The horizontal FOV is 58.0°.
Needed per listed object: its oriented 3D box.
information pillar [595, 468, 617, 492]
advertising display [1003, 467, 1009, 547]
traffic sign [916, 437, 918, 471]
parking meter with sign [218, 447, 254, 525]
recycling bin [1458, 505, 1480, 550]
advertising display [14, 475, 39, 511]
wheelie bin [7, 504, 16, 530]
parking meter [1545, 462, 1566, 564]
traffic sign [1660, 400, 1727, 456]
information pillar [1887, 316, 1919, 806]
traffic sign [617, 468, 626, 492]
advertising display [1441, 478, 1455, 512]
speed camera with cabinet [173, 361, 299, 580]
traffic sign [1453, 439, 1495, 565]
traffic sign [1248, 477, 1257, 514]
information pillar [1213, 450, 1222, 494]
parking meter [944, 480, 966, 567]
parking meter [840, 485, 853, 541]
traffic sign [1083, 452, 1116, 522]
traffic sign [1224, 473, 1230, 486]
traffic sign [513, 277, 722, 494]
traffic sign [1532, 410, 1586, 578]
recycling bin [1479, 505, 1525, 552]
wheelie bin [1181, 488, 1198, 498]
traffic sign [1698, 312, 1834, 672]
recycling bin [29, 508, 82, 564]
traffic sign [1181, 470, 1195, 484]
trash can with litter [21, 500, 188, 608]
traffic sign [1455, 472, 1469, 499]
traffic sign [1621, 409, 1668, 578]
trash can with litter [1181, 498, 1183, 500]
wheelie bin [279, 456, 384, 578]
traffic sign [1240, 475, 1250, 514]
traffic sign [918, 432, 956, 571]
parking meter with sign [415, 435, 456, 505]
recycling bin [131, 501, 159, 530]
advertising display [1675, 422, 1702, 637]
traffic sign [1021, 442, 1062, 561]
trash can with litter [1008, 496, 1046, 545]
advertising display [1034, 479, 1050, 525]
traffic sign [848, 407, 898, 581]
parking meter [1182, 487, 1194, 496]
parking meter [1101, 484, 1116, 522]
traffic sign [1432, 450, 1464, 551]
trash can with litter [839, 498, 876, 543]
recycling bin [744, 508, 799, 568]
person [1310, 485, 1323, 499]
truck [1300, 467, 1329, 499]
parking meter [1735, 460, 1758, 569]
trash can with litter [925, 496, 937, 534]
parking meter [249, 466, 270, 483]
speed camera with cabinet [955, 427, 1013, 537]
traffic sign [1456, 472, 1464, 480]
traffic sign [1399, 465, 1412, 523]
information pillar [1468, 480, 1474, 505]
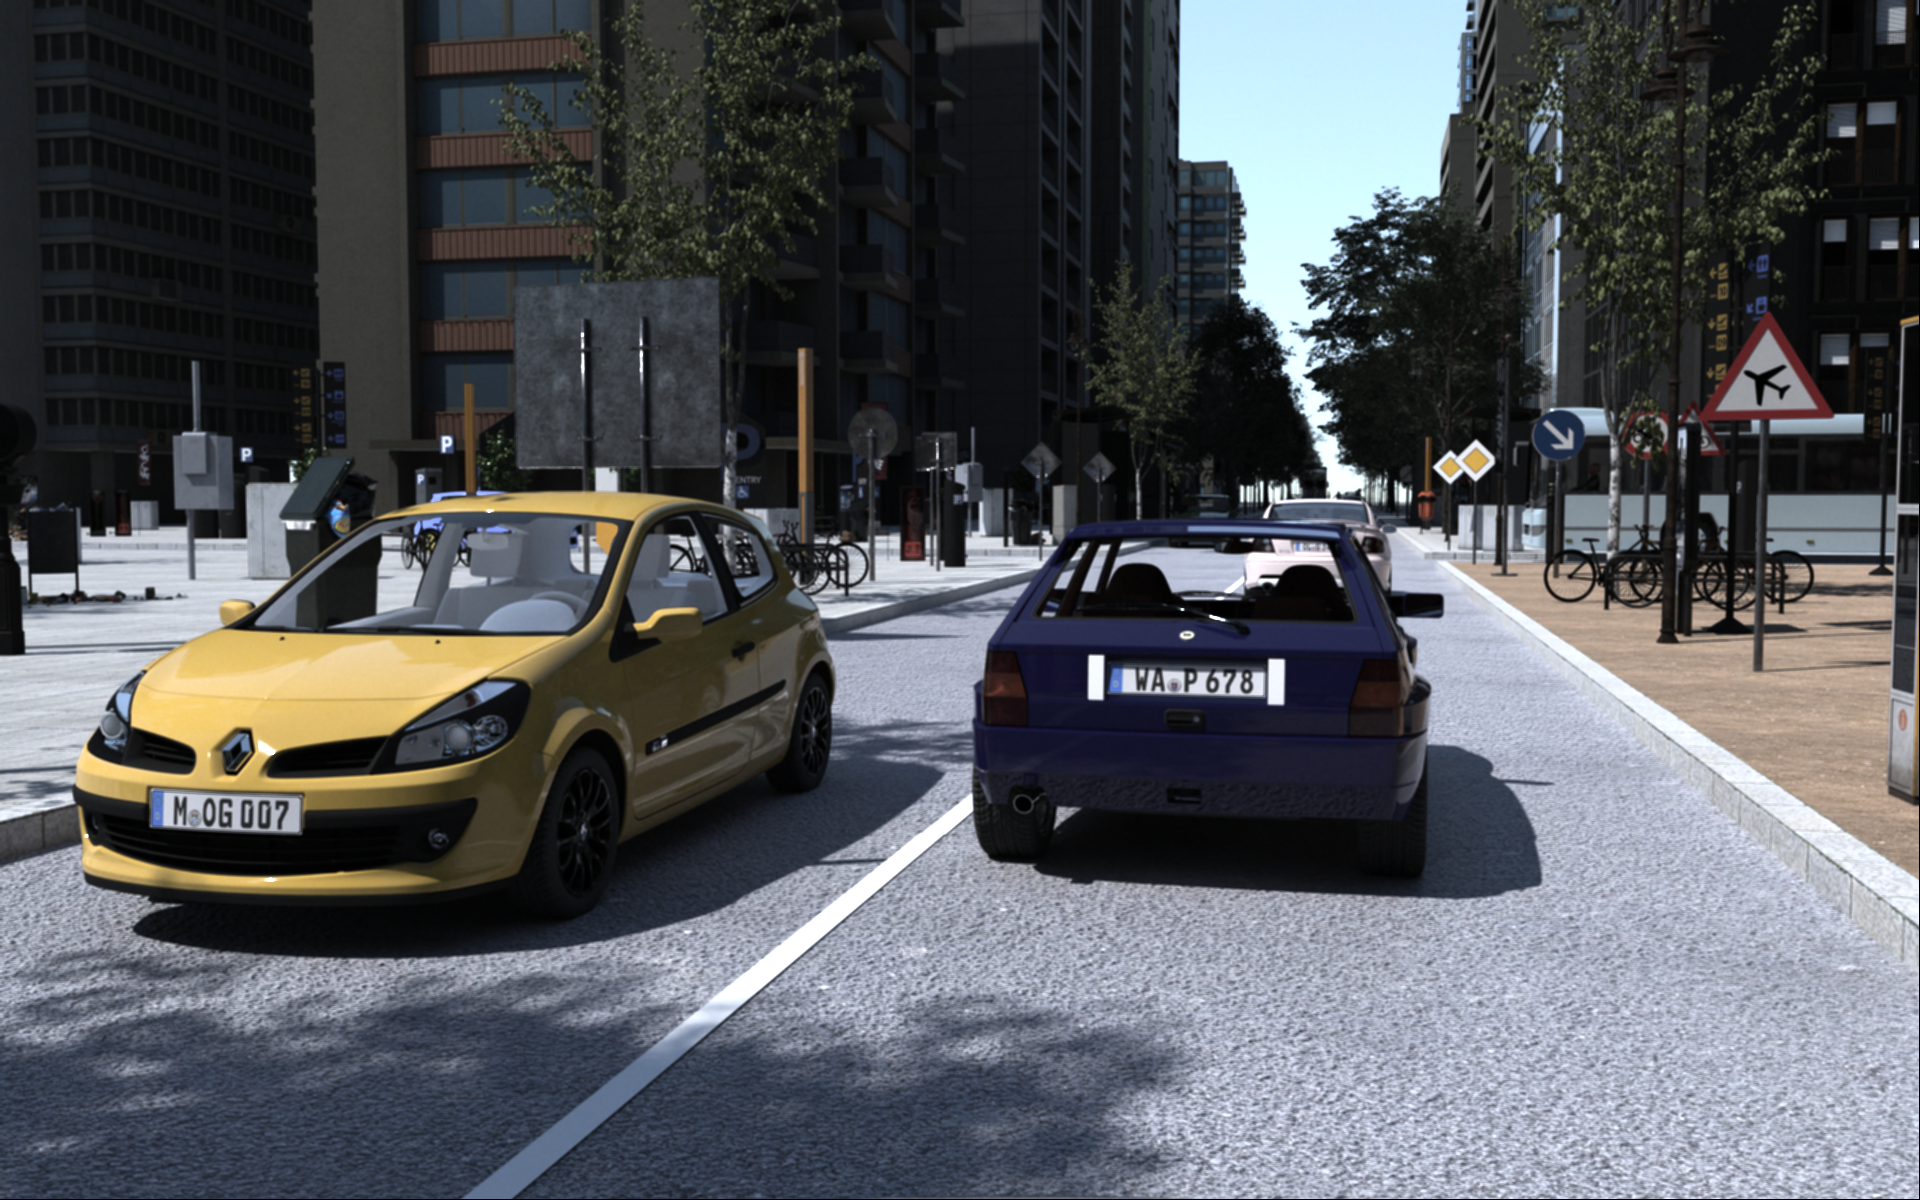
[{"bbox_3d":[-5.151,-2.088,25.491,0.504,3.616,0.183,2,4,29],"label":"information pillar"},{"bbox_3d":[1.124,-2.269,42.305,0.123,1.923,0.974,0,4,1],"label":"advertising display"},{"bbox_3d":[-0.500,-1.760,30.903,0.606,2.300,0.079,1,4,13],"label":"traffic sign"},{"bbox_3d":[-26.755,-4.132,63.823,0.543,3.016,1.738,1,4,13],"label":"parking meter with sign"},{"bbox_3d":[12.017,-1.683,40.066,0.722,1.027,0.722,-1,4,-14],"label":"recycling bin"},{"bbox_3d":[-32.066,-3.322,59.530,0.123,1.923,0.974,1,4,12],"label":"advertising display"},{"bbox_3d":[-33.341,-3.267,61.326,0.980,1.594,0.693,3,5,40],"label":"wheelie bin"},{"bbox_3d":[10.917,-1.593,31.752,0.255,1.863,0.399,2,4,31],"label":"parking meter"},{"bbox_3d":[10.134,-1.469,24.017,0.884,2.594,0.081,1,4,21],"label":"traffic sign"},{"bbox_3d":[4.090,-0.165,7.188,0.304,2.012,0.304,1,4,8],"label":"information pillar"},{"bbox_3d":[-3.347,-1.041,17.129,0.768,2.556,0.104,1,4,21],"label":"traffic sign"},{"bbox_3d":[17.723,-3.528,62.900,0.123,1.923,0.974,3,4,36],"label":"advertising display"},{"bbox_3d":[-10.677,-1.939,26.039,2.038,3.252,0.660,0,4,0],"label":"speed camera with cabinet"},{"bbox_3d":[9.351,-1.700,31.445,0.795,2.450,0.064,1,4,13],"label":"traffic sign"},{"bbox_3d":[18.636,-6.788,111.092,0.768,2.556,0.104,1,4,16],"label":"traffic sign"},{"bbox_3d":[13.688,-6.171,92.248,0.504,3.616,0.183,-2,4,-24],"label":"information pillar"},{"bbox_3d":[-0.091,-1.348,30.454,0.372,1.533,0.369,0,3,0],"label":"parking meter"},{"bbox_3d":[-3.094,-2.379,47.304,0.372,1.533,0.369,0,3,0],"label":"parking meter"},{"bbox_3d":[3.293,-2.285,40.995,0.795,2.450,0.064,1,4,13],"label":"traffic sign"},{"bbox_3d":[16.555,-6.493,106.259,0.768,2.556,0.104,1,4,16],"label":"traffic sign"},{"bbox_3d":[-3.317,-1.392,16.628,2.265,3.308,0.079,1,4,20],"label":"traffic sign"},{"bbox_3d":[9.085,-1.603,26.320,0.768,2.556,0.104,1,4,22],"label":"traffic sign"},{"bbox_3d":[12.154,-1.601,38.725,0.722,1.027,0.722,2,4,35],"label":"recycling bin"},{"bbox_3d":[11.123,-4.637,83.723,0.980,1.594,0.693,1,4,12],"label":"wheelie bin"},{"bbox_3d":[5.766,-0.761,12.440,0.884,2.594,0.081,1,4,22],"label":"traffic sign"},{"bbox_3d":[-16.601,-1.176,31.785,0.722,1.027,0.722,-3,5,-40],"label":"recycling bin"},{"bbox_3d":[11.893,-5.522,90.394,0.768,2.556,0.104,1,4,14],"label":"traffic sign"},{"bbox_3d":[-10.356,-0.586,20.641,2.233,1.210,1.678,-3,4,-38],"label":"trash can with litter"},{"bbox_3d":[22.152,-4.689,76.774,0.768,2.556,0.104,1,4,19],"label":"traffic sign"},{"bbox_3d":[10.100,-1.551,25.469,0.768,2.556,0.104,1,4,18],"label":"traffic sign"},{"bbox_3d":[10.696,-4.521,85.306,0.624,1.170,1.055,3,5,39],"label":"trash can with litter"},{"bbox_3d":[-5.314,-0.415,14.701,0.980,1.594,0.693,3,5,42],"label":"wheelie bin"},{"bbox_3d":[18.146,-6.750,110.463,0.768,2.556,0.104,1,4,13],"label":"traffic sign"},{"bbox_3d":[-0.359,-1.626,28.720,0.606,2.300,0.079,1,4,20],"label":"traffic sign"},{"bbox_3d":[-15.526,-3.322,50.572,0.543,3.016,1.738,2,4,27],"label":"parking meter with sign"},{"bbox_3d":[-29.119,-3.016,61.871,0.722,1.027,0.722,0,4,-6],"label":"recycling bin"},{"bbox_3d":[6.663,-0.658,15.980,0.123,1.923,0.974,1,4,13],"label":"advertising display"},{"bbox_3d":[1.552,-1.808,33.202,0.795,2.450,0.064,1,4,13],"label":"traffic sign"},{"bbox_3d":[1.667,-1.971,43.616,0.624,1.170,1.055,3,5,39],"label":"trash can with litter"},{"bbox_3d":[3.592,-4.096,72.189,0.974,1.923,0.123,1,4,15],"label":"advertising display"},{"bbox_3d":[-1.294,-1.550,25.443,0.768,2.556,0.104,1,4,14],"label":"traffic sign"},{"bbox_3d":[8.531,-3.434,64.557,0.372,1.533,0.369,0,3,0],"label":"parking meter"},{"bbox_3d":[3.794,-2.194,44.286,0.372,1.533,0.369,0,3,0],"label":"parking meter"},{"bbox_3d":[11.092,-2.177,39.239,0.795,2.450,0.064,1,4,13],"label":"traffic sign"},{"bbox_3d":[-2.741,-2.114,45.950,0.624,1.170,1.055,2,4,29],"label":"trash can with litter"},{"bbox_3d":[-3.269,-1.071,30.063,0.722,1.027,0.722,-3,5,-43],"label":"recycling bin"},{"bbox_3d":[14.495,-3.780,70.491,0.473,1.802,0.592,0,4,-5],"label":"person"},{"bbox_3d":[36.902,-11.699,180.189,2.839,4.237,11.283,1,4,12],"label":"truck"},{"bbox_3d":[13.525,-1.476,29.837,0.255,1.863,0.399,0,4,-1],"label":"parking meter"},{"bbox_3d":[-0.768,-2.755,56.109,1.678,1.210,2.233,2,4,31],"label":"trash can with litter"},{"bbox_3d":[-14.485,-1.845,35.876,0.399,1.863,0.255,2,4,31],"label":"parking meter"},{"bbox_3d":[0.727,-3.524,51.957,0.660,3.252,2.038,3,5,43],"label":"speed camera with cabinet"},{"bbox_3d":[18.140,-3.891,63.730,0.768,2.556,0.104,1,4,22],"label":"traffic sign"},{"bbox_3d":[19.539,-4.614,75.541,0.768,2.556,0.104,1,4,18],"label":"traffic sign"},{"bbox_3d":[26.819,-5.276,90.756,0.304,2.012,0.304,-1,4,-10],"label":"information pillar"}]
